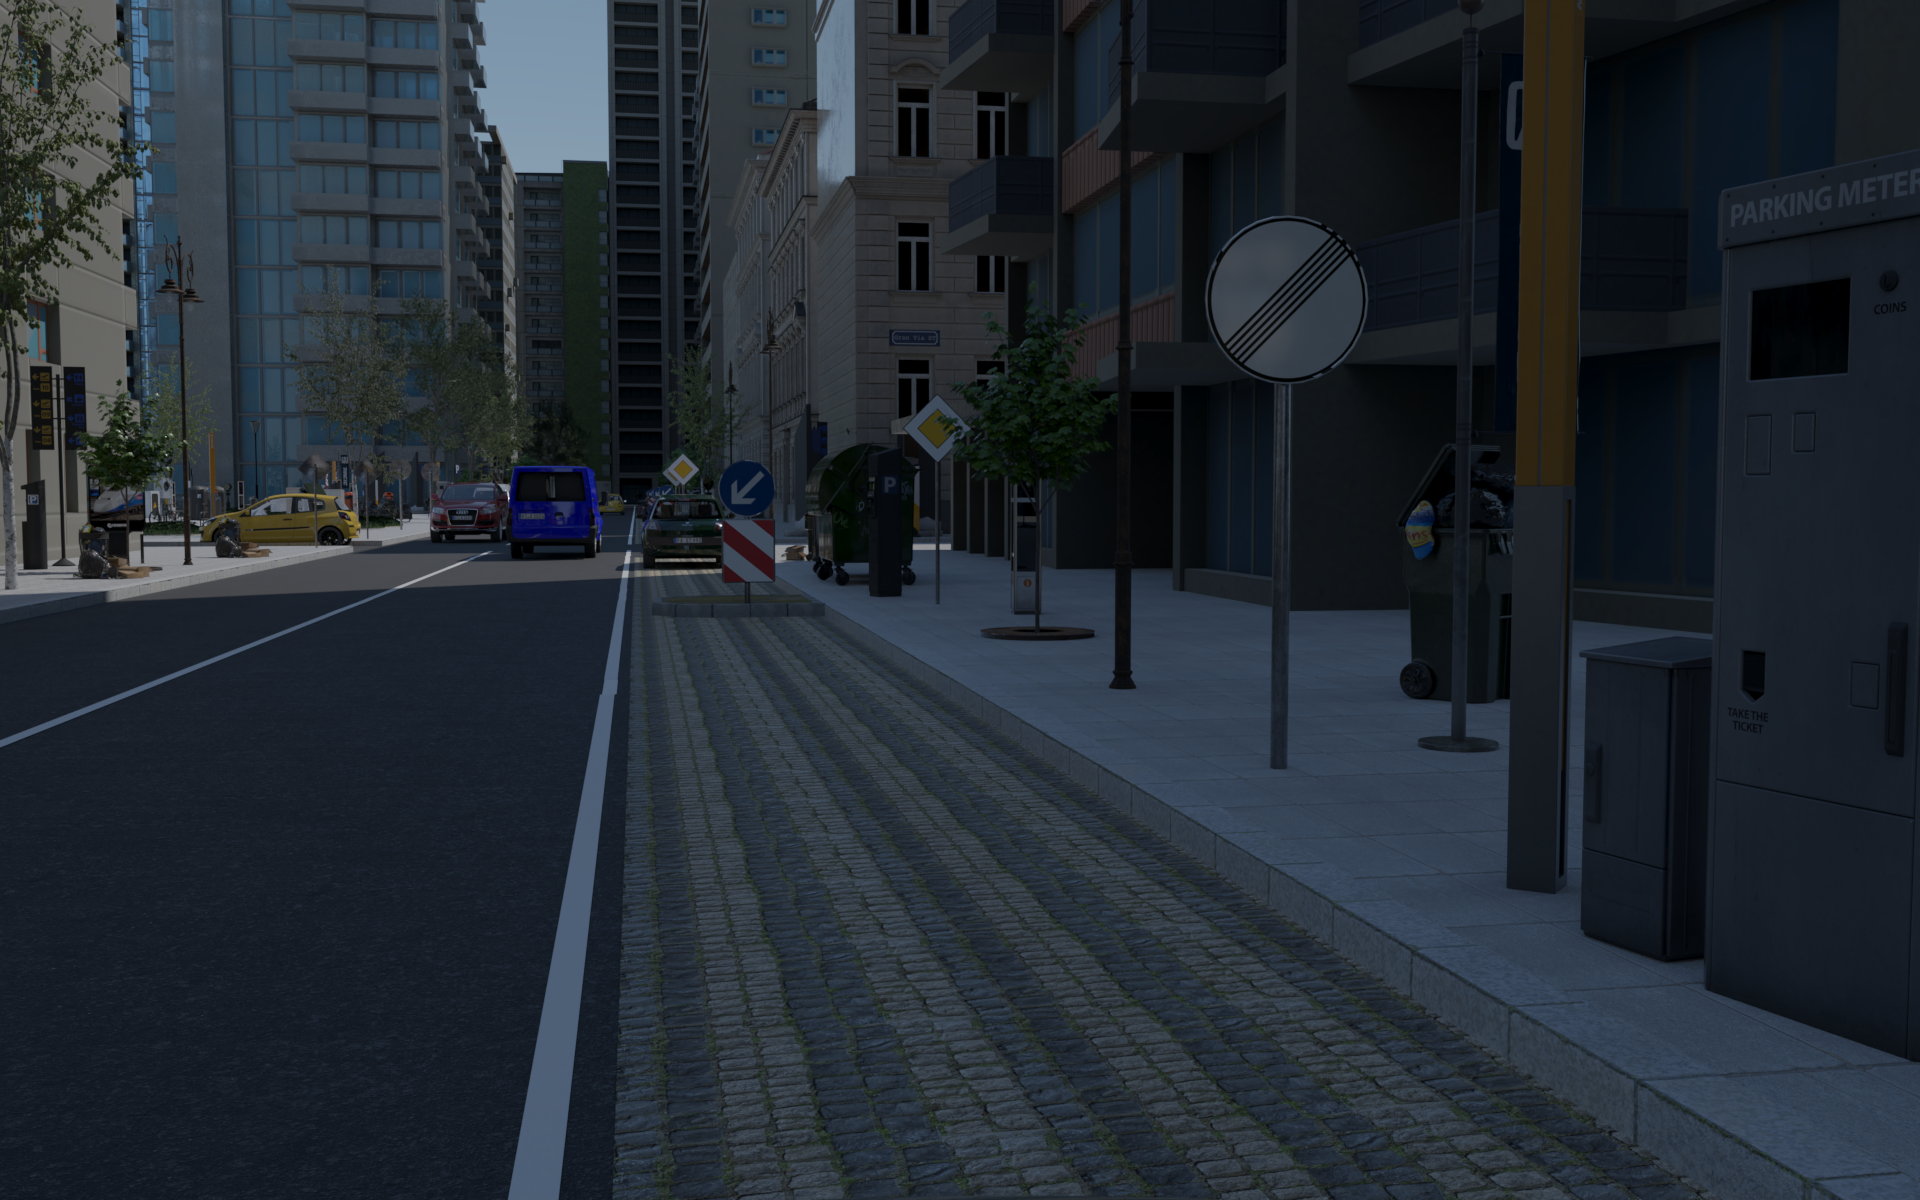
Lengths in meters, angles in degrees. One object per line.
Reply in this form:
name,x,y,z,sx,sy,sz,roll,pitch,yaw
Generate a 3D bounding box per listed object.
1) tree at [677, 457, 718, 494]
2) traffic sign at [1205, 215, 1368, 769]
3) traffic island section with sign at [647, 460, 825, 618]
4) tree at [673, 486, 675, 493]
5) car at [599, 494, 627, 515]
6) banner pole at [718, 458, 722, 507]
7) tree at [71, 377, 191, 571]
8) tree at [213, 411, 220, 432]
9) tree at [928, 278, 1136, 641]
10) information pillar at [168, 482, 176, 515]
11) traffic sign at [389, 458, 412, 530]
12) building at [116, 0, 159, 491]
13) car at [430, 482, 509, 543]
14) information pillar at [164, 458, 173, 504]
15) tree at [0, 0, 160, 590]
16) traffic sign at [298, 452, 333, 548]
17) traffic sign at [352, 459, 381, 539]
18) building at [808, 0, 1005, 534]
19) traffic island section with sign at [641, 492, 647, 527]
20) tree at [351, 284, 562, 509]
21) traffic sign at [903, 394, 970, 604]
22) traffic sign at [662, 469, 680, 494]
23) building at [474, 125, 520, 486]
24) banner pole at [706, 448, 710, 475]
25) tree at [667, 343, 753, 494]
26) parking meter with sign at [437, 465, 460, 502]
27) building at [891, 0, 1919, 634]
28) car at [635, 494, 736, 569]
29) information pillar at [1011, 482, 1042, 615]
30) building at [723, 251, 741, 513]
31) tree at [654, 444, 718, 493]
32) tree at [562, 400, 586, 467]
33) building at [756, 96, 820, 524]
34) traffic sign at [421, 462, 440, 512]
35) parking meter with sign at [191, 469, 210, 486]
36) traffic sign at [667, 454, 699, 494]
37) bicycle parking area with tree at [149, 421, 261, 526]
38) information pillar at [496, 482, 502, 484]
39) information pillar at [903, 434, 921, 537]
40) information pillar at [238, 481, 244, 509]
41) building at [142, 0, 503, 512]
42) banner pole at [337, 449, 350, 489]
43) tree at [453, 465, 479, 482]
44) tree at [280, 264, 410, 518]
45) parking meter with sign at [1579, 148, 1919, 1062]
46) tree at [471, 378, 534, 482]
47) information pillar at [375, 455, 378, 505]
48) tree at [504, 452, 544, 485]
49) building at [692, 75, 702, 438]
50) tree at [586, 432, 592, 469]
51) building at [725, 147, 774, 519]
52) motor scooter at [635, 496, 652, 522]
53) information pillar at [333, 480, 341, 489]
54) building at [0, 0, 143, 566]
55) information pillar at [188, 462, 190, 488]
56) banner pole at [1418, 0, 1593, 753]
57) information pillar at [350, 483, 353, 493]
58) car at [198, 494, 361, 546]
tree,-14.852,-6.361,98.598,1.663,3.219,1.824,0,3,0
traffic sign,1.492,-0.485,8.028,0.768,2.556,0.104,0,4,-7
traffic island section with sign,-2.720,-0.752,20.918,1.989,1.847,2.006,-1,4,-11
tree,-28.083,-10.860,172.166,1.663,3.219,1.824,0,3,0
car,-23.760,-6.598,118.093,2.015,1.641,3.980,-1,4,-9
banner pole,-16.183,-7.771,117.065,0.401,3.779,0.863,1,4,11
tree,-14.010,-2.100,28.943,1.663,3.219,1.824,0,3,0
tree,-41.004,-8.549,90.142,4.737,8.622,4.395,0,3,0
tree,0.689,-1.289,15.681,1.663,3.219,1.824,0,3,0
information pillar,-48.877,-6.293,107.379,0.304,2.012,0.304,0,4,7
traffic sign,-20.016,-3.784,61.982,0.768,2.556,0.104,-1,4,-10
building,-85.352,-52.670,173.821,31.000,86.520,22.319,-1,4,-11
car,-14.905,-2.707,52.930,2.281,1.827,5.304,-1,4,-9
information pillar,-50.750,-7.325,111.121,0.504,3.616,0.183,-2,4,-23
tree,-12.972,-4.439,22.936,4.737,8.622,4.395,0,3,0
traffic sign,-15.332,-2.298,41.219,0.795,2.450,0.064,-1,4,-11
traffic sign,-16.797,-2.778,49.069,0.795,2.450,0.064,-1,4,-11
building,7.546,-16.177,61.750,25.104,27.353,12.463,-1,4,-11
traffic island section with sign,-13.015,-4.130,76.147,1.989,1.847,2.006,-1,4,-11
tree,-23.990,-8.777,77.918,8.767,10.594,7.601,3,4,36
traffic sign,-0.263,-1.156,20.085,0.795,2.450,0.064,0,4,-5
traffic sign,-8.296,-2.874,50.629,0.795,2.450,0.064,-1,4,-11
building,-57.515,-29.608,175.976,23.993,40.220,32.217,-1,4,-11
banner pole,-13.763,-6.400,94.664,0.401,3.779,0.863,-1,4,-22
tree,-12.376,-8.163,83.824,4.737,8.622,4.395,0,3,0
parking meter with sign,-30.544,-6.500,102.535,1.738,3.016,0.543,1,4,9
building,11.545,-22.806,27.510,22.147,44.769,28.867,-1,4,-11
car,-5.466,-1.516,34.575,2.009,1.686,4.222,-1,4,-10
information pillar,0.706,-0.856,18.493,0.304,2.012,0.304,0,4,-5
building,-10.418,-16.088,117.782,10.420,20.320,16.860,-1,4,-11
tree,-16.617,-7.524,106.727,4.285,4.588,4.351,0,3,0
tree,-26.037,-9.696,92.945,8.767,10.594,7.601,3,5,42
building,-3.201,-13.061,78.178,10.561,19.102,19.286,-1,4,-11
traffic sign,-21.278,-4.254,69.651,0.768,2.556,0.104,0,4,-1
parking meter with sign,-51.934,-7.522,119.245,1.738,3.016,0.543,-1,4,-15
traffic sign,-6.830,-2.394,42.779,0.795,2.450,0.064,-1,4,-11
bicycle parking area with tree,-30.163,-4.932,67.646,8.231,4.147,9.016,1,4,14
information pillar,-27.068,-5.953,101.820,0.304,2.012,0.304,-2,4,-26
information pillar,-1.426,-3.664,51.267,0.504,3.616,0.183,-1,4,-18
information pillar,-41.662,-5.864,100.365,0.304,2.012,0.304,-2,4,-26
building,-48.661,-31.481,134.326,23.786,49.044,30.456,-1,4,-11
banner pole,-34.462,-6.525,96.700,0.401,3.779,0.863,3,5,40
tree,-34.001,-7.687,120.288,1.663,3.219,1.824,0,3,0
tree,-19.368,-6.412,55.191,4.360,8.622,3.978,0,3,0
parking meter with sign,2.247,-0.485,4.199,0.543,3.016,1.738,-1,4,-22
tree,-28.058,-9.493,105.578,4.737,8.622,4.395,0,3,0
information pillar,-34.794,-6.846,103.292,0.183,3.616,0.504,-2,4,-23
tree,-35.760,-9.721,142.644,4.285,4.588,4.351,0,3,0
building,-16.764,-34.502,183.720,23.786,49.044,30.456,-1,4,-11
tree,-38.055,-13.786,159.811,8.767,10.594,7.601,0,4,-6
building,-6.974,-16.070,98.898,11.583,22.565,21.152,-1,4,-11
motor scooter,-16.214,-4.646,88.737,0.815,1.314,1.986,-1,4,-9
information pillar,-32.239,-5.209,89.655,0.304,2.012,0.304,1,4,23
building,-30.363,-10.871,22.778,28.899,21.520,27.650,-1,4,-11
information pillar,-48.545,-7.184,108.812,0.504,3.616,0.183,2,4,31
banner pole,2.755,-1.144,8.716,0.863,3.779,0.401,-1,4,-11
information pillar,-40.655,-6.821,116.014,0.304,2.012,0.304,0,4,7
car,-17.982,-2.176,45.808,3.980,1.641,2.015,-1,4,-10
